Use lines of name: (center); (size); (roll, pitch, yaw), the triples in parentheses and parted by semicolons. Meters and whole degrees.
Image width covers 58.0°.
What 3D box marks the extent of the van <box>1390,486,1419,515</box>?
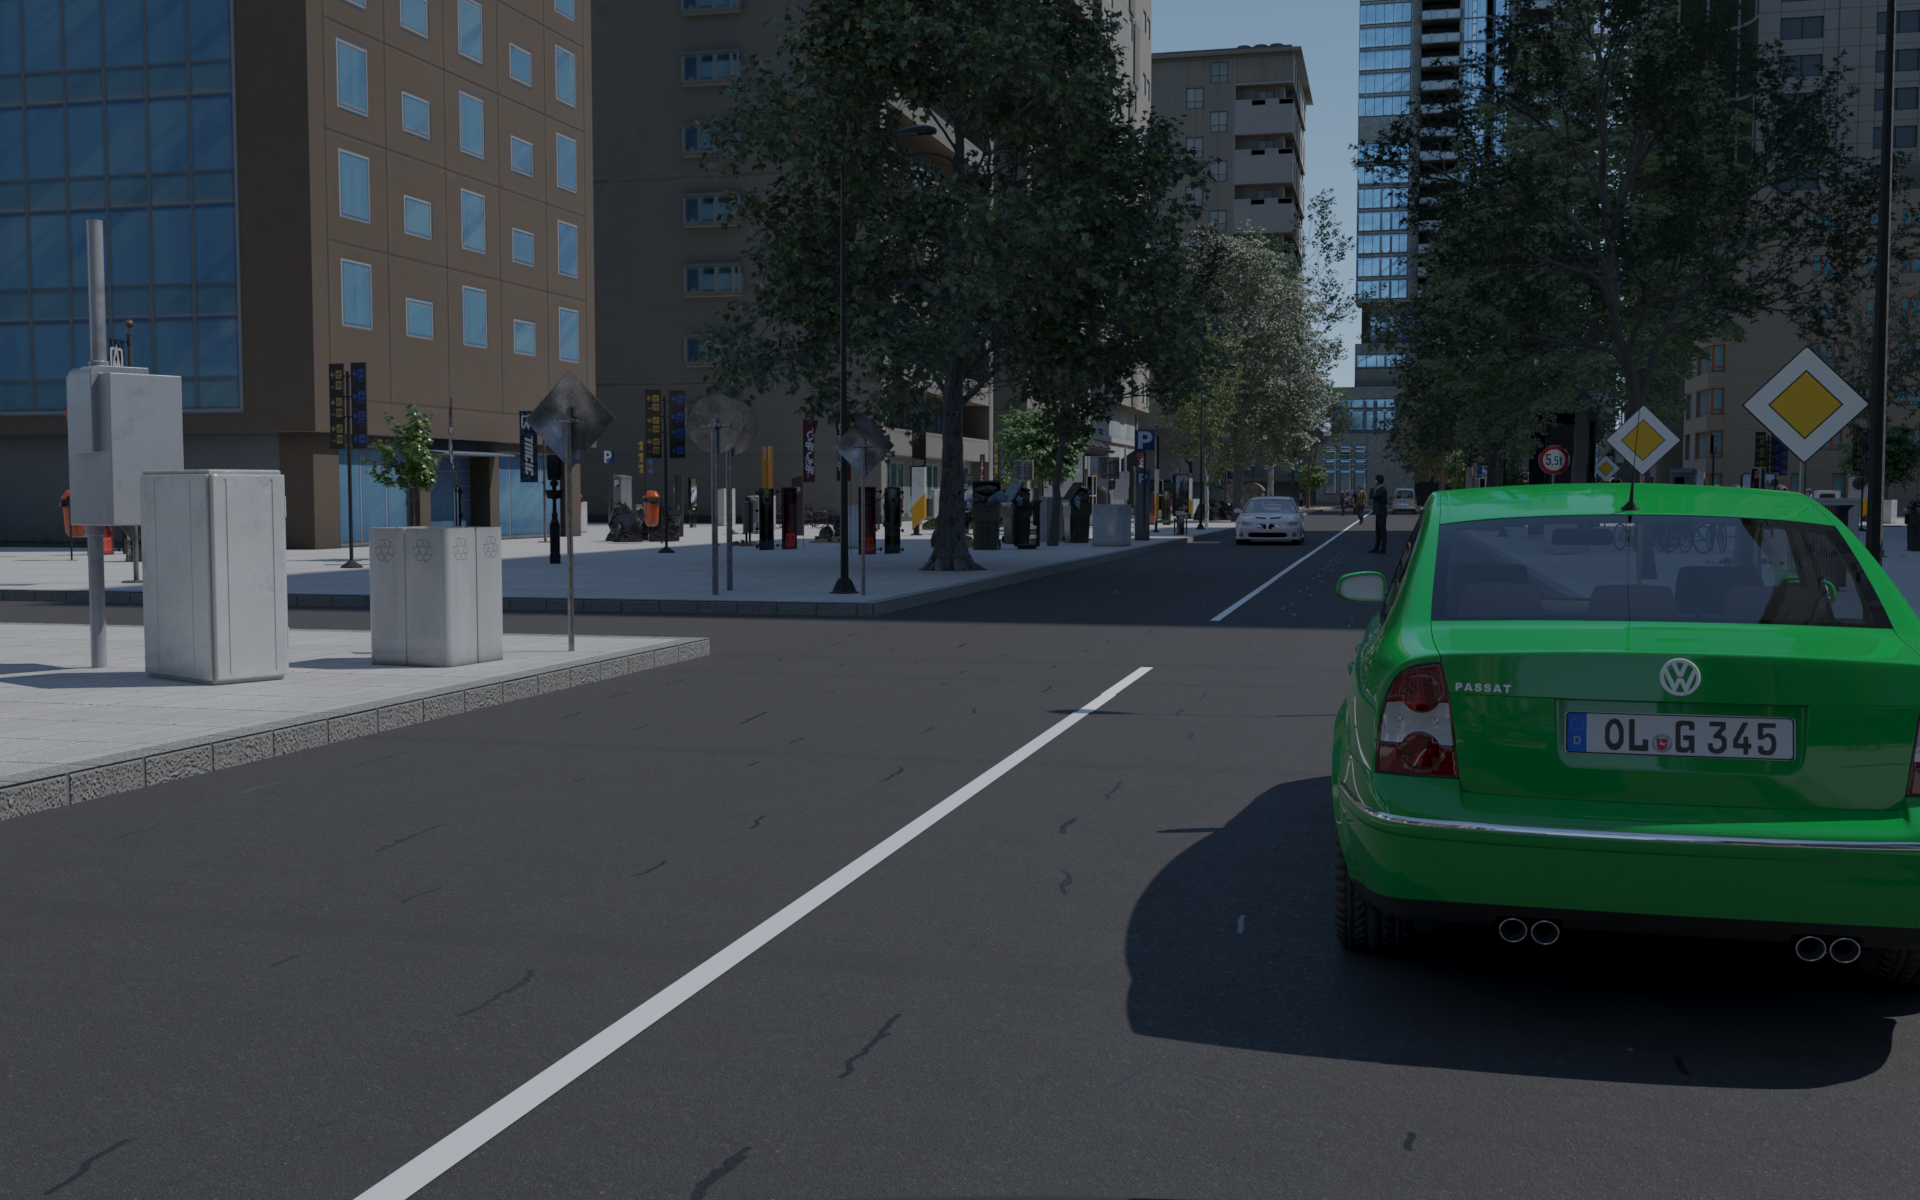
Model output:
van: (31.211, -7.013, 121.668); (2.013, 2.044, 4.112); (1, 4, 14)

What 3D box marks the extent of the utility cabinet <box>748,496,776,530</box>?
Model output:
utility cabinet: (-7.091, -3.102, 61.881); (1.020, 1.237, 0.306); (2, 4, 26)

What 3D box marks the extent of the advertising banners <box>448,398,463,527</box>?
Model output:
advertising banners: (-9.025, -2.128, 30.977); (0.090, 3.025, 2.074); (-1, 4, -20)

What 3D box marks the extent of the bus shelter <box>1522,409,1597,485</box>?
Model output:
bus shelter: (16.896, -3.542, 49.190); (1.731, 3.624, 6.357); (1, 4, 14)

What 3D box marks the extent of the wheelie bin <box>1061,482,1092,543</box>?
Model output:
wheelie bin: (3.080, -2.303, 45.563); (0.693, 1.594, 0.980); (-1, 4, -17)

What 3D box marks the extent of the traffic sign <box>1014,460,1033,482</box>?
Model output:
traffic sign: (1.894, -3.051, 52.019); (0.606, 2.300, 0.079); (1, 4, 20)

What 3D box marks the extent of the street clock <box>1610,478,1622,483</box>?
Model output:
street clock: (29.777, -4.529, 78.616); (0.471, 2.002, 0.358); (3, 4, 38)

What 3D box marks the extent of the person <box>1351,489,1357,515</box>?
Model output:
person: (27.369, -6.758, 119.507); (1.217, 1.766, 0.721); (-3, 5, -41)

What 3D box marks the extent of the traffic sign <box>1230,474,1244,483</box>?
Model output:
traffic sign: (14.521, -5.558, 90.985); (0.768, 2.556, 0.104); (1, 4, 19)

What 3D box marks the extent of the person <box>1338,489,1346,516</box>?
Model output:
person: (24.868, -6.354, 112.830); (0.568, 1.767, 0.683); (-1, 4, -19)

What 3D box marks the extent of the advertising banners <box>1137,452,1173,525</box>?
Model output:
advertising banners: (8.100, -4.648, 72.189); (0.090, 3.025, 2.074); (-3, 4, -39)

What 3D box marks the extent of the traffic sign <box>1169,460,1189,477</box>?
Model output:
traffic sign: (8.055, -3.900, 63.875); (0.768, 2.556, 0.104); (1, 4, 19)

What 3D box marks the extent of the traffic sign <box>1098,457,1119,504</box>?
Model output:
traffic sign: (4.097, -2.796, 47.850); (0.606, 2.300, 0.079); (1, 4, 20)

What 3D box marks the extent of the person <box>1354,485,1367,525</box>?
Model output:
person: (18.763, -4.450, 81.164); (0.656, 1.842, 0.836); (1, 4, 21)

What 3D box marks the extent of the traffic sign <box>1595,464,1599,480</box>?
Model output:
traffic sign: (25.957, -4.358, 71.366); (0.768, 2.556, 0.104); (1, 4, 16)

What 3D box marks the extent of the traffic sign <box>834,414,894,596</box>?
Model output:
traffic sign: (-1.218, -1.112, 21.827); (0.795, 2.450, 0.064); (1, 4, 14)

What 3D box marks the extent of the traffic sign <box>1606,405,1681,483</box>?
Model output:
traffic sign: (7.693, -0.974, 19.567); (0.795, 2.450, 0.064); (1, 4, 14)

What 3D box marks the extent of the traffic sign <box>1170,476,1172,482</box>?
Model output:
traffic sign: (11.867, -5.796, 94.868); (0.768, 2.556, 0.104); (1, 4, 22)

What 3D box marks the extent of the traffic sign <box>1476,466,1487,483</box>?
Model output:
traffic sign: (23.684, -4.779, 78.241); (0.768, 2.556, 0.104); (1, 4, 16)

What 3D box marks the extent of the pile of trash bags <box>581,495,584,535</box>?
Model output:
pile of trash bags: (-13.233, -2.757, 54.833); (3.447, 1.369, 1.912); (2, 4, 33)

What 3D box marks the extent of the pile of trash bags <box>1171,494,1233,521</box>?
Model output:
pile of trash bags: (11.860, -4.540, 83.986); (3.447, 1.369, 1.912); (-1, 4, -9)

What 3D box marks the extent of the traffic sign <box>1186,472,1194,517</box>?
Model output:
traffic sign: (11.728, -5.475, 89.620); (0.768, 2.556, 0.104); (1, 4, 17)

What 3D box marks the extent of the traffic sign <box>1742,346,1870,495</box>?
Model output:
traffic sign: (5.740, -0.500, 11.824); (0.795, 2.450, 0.064); (1, 4, 14)

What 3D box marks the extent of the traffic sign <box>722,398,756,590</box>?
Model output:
traffic sign: (-3.072, -1.403, 23.037); (0.768, 2.556, 0.104); (1, 4, 20)

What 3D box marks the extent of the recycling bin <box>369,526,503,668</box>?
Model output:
recycling bin: (-3.984, -0.039, 13.195); (0.722, 1.027, 0.722); (1, 4, 21)

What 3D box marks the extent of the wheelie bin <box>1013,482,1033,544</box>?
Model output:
wheelie bin: (1.464, -2.246, 44.638); (0.693, 1.594, 0.980); (-2, 4, -28)

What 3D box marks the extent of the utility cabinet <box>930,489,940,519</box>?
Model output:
utility cabinet: (-0.886, -4.398, 80.586); (0.318, 1.500, 1.173); (3, 5, 41)

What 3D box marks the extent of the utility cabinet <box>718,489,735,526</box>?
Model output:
utility cabinet: (-9.411, -3.729, 69.654); (0.318, 1.500, 1.173); (1, 4, 15)

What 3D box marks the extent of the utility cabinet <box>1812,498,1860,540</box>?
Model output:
utility cabinet: (14.227, -1.064, 28.558); (1.020, 1.237, 0.306); (1, 4, 13)

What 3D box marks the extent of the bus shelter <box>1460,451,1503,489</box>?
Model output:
bus shelter: (24.977, -5.431, 82.715); (2.014, 3.302, 5.546); (1, 4, 14)

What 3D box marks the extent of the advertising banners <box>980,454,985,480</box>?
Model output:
advertising banners: (0.660, -4.913, 76.512); (0.090, 3.025, 2.074); (-2, 4, -24)

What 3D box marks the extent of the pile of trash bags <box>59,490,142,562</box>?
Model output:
pile of trash bags: (-15.707, -1.453, 33.501); (3.447, 1.369, 1.912); (0, 4, 3)

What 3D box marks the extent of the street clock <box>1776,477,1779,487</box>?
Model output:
street clock: (33.088, -4.041, 70.635); (0.358, 2.002, 0.471); (-3, 4, -36)

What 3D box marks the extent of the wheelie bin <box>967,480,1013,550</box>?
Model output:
wheelie bin: (0.632, -1.948, 39.752); (0.980, 1.594, 0.693); (0, 4, 6)

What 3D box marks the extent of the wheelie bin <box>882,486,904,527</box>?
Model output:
wheelie bin: (-2.581, -3.648, 67.546); (0.980, 1.594, 0.693); (-3, 5, -44)

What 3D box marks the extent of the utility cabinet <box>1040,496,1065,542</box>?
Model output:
utility cabinet: (2.606, -2.187, 46.916); (0.306, 1.237, 1.020); (3, 5, 44)

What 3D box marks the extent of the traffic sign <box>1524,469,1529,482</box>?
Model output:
traffic sign: (28.572, -5.354, 87.641); (0.768, 2.556, 0.104); (1, 4, 23)

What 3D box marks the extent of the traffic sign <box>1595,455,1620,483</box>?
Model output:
traffic sign: (19.195, -3.079, 51.525); (0.795, 2.450, 0.064); (1, 4, 16)

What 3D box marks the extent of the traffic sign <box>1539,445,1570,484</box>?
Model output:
traffic sign: (15.489, -2.759, 45.215); (0.768, 2.556, 0.104); (1, 4, 18)

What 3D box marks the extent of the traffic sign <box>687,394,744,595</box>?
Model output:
traffic sign: (-3.116, -1.338, 21.981); (0.768, 2.556, 0.104); (1, 4, 15)

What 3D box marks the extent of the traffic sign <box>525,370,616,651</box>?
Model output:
traffic sign: (-3.171, -0.639, 14.084); (0.795, 2.450, 0.064); (1, 4, 14)

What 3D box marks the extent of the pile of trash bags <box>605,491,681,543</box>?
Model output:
pile of trash bags: (-8.412, -2.239, 46.363); (1.912, 1.369, 3.447); (-1, 4, -17)

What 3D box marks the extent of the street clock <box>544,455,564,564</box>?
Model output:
street clock: (-7.454, -1.668, 31.840); (0.358, 2.002, 0.471); (-1, 4, -9)

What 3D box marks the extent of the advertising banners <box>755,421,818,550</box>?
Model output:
advertising banners: (-3.982, -2.688, 40.140); (0.090, 3.025, 2.074); (3, 4, 38)

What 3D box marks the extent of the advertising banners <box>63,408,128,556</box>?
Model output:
advertising banners: (-17.983, -2.458, 36.382); (0.090, 3.025, 2.074); (1, 4, 16)

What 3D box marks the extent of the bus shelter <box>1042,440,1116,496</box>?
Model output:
bus shelter: (4.060, -4.111, 61.141); (2.014, 3.302, 5.546); (1, 4, 14)

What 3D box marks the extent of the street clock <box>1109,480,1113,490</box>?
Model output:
street clock: (7.669, -5.120, 88.274); (0.358, 2.002, 0.471); (2, 4, 26)

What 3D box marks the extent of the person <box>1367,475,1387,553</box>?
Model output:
person: (10.100, -2.081, 41.887); (0.474, 1.900, 0.648); (1, 4, 12)

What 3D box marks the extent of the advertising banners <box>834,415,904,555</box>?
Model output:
advertising banners: (-1.947, -2.480, 36.728); (0.090, 3.025, 2.074); (3, 5, 43)

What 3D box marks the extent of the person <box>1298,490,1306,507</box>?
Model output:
person: (34.362, -10.130, 174.214); (0.705, 1.812, 1.348); (-2, 4, -28)
